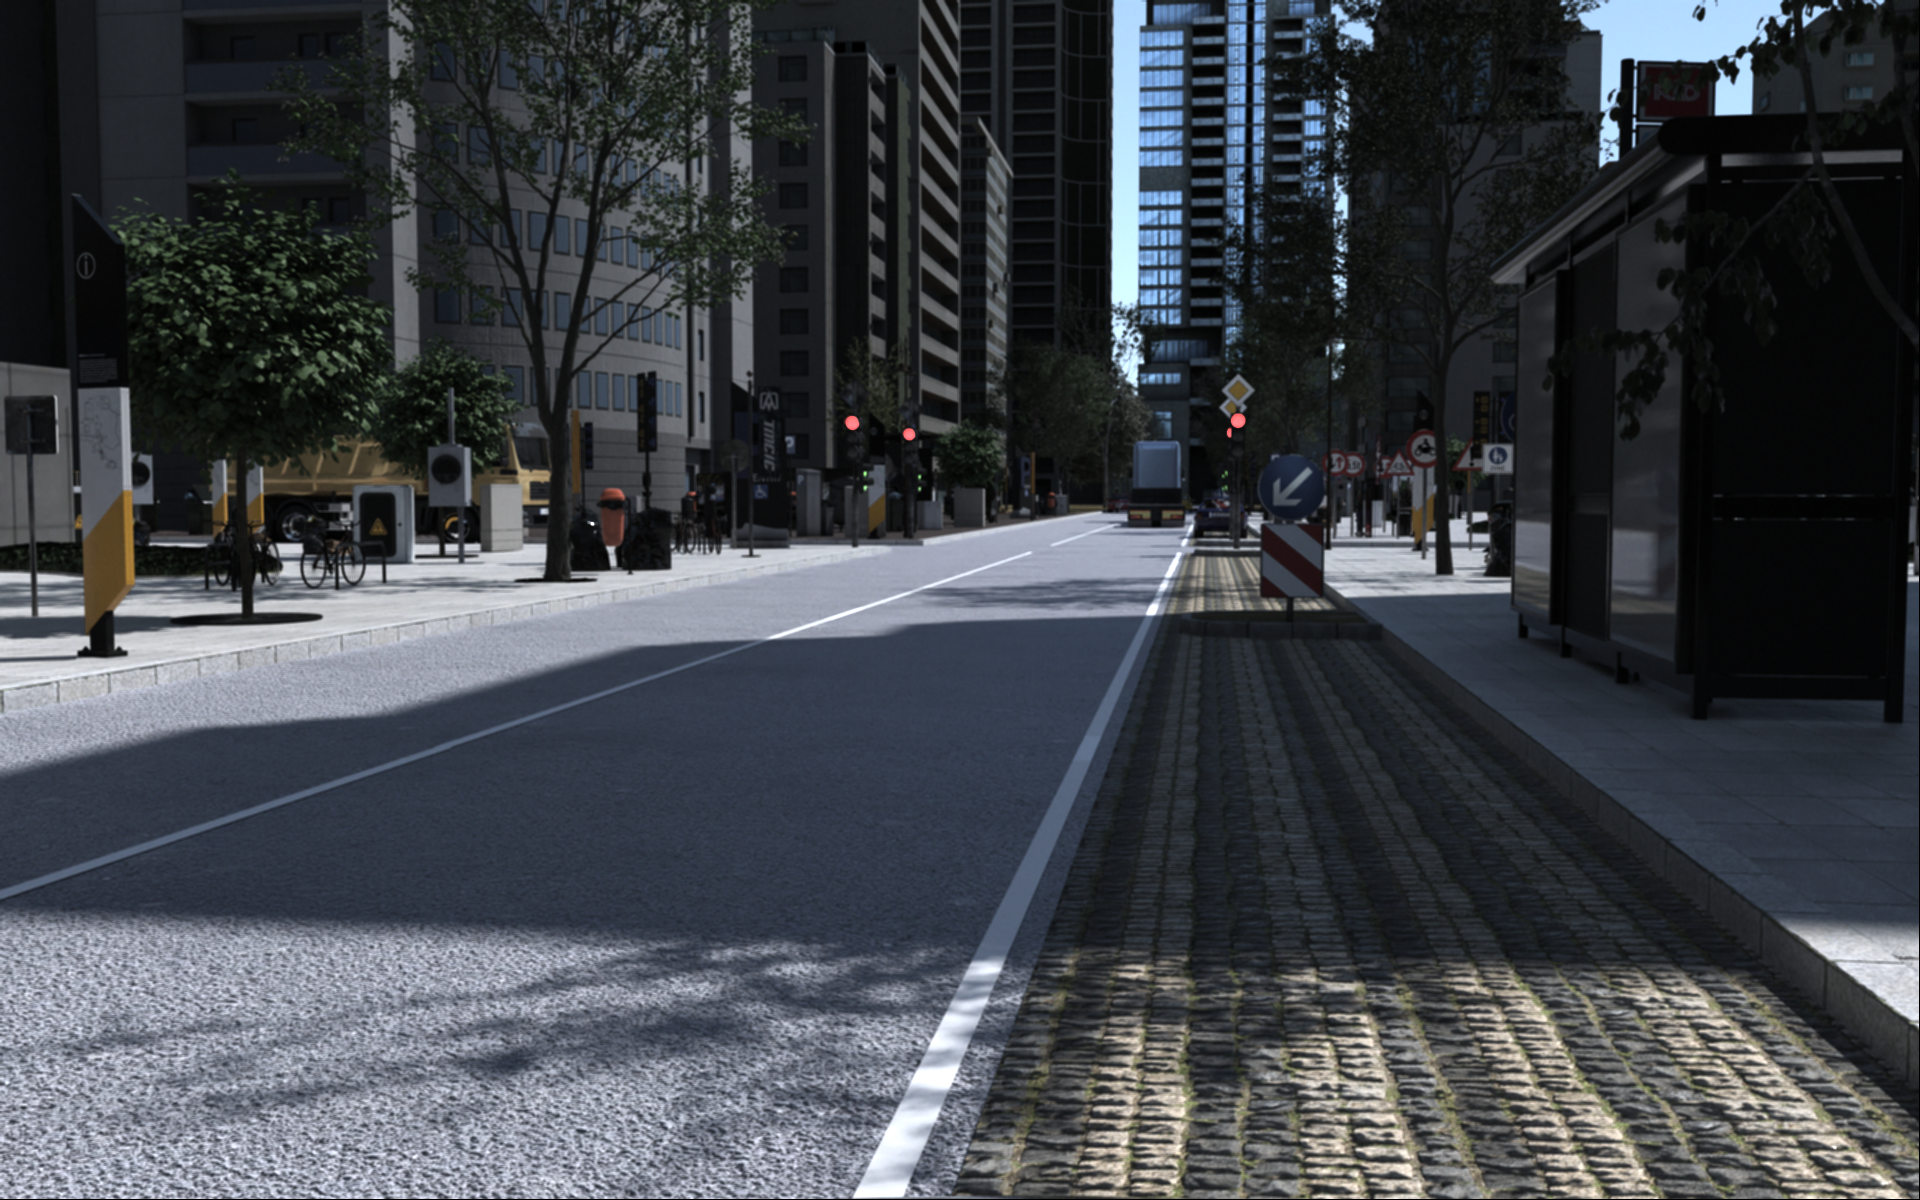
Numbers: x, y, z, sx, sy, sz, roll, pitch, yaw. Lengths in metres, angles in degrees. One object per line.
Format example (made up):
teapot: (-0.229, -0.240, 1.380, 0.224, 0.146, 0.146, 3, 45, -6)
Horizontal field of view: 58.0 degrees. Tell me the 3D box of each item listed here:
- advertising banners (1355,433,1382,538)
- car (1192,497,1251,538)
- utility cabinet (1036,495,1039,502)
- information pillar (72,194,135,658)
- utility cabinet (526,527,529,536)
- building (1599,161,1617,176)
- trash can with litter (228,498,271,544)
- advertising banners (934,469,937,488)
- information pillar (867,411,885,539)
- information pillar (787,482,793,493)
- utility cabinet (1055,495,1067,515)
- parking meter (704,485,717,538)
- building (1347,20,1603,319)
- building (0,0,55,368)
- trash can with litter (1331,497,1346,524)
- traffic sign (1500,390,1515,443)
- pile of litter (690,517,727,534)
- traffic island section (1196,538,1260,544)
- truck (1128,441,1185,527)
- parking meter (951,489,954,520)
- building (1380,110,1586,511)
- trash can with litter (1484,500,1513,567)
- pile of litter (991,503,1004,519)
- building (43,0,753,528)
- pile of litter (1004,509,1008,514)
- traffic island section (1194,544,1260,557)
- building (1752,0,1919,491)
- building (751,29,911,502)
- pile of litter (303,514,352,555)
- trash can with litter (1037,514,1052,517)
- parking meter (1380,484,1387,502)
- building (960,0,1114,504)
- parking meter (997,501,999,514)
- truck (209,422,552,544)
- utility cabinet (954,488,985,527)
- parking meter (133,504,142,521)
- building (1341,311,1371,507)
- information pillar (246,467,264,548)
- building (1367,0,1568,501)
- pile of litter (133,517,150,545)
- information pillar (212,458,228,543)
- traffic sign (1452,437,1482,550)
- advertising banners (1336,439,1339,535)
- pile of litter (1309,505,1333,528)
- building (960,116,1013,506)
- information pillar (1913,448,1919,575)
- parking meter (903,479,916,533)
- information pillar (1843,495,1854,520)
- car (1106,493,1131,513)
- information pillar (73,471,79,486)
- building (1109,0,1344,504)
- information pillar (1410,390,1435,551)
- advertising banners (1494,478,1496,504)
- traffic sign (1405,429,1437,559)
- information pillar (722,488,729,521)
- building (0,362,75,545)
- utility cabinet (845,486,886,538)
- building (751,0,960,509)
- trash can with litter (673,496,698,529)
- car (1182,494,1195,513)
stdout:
advertising banners: (12.028, -3.350, 50.954, 0.090, 3.025, 2.074, 0, 4, -6)
car: (8.652, -2.736, 57.309, 1.945, 1.354, 3.894, 1, 4, 10)
utility cabinet: (4.663, -6.200, 112.535, 0.306, 1.237, 1.020, 3, 5, 42)
information pillar: (-6.711, -1.358, 13.564, 0.504, 3.616, 0.183, 2, 4, 24)
utility cabinet: (-13.525, -2.644, 51.906, 1.173, 1.500, 0.318, 1, 4, 18)
building: (93.255, -34.495, 218.620, 28.867, 44.769, 22.147, 0, 4, 8)
trash can with litter: (-18.320, -2.035, 44.665, 1.055, 1.170, 0.624, 0, 4, 1)
advertising banners: (-1.998, -7.587, 120.236, 0.090, 3.025, 2.074, -2, 4, -25)
information pillar: (-2.380, -3.538, 49.193, 0.504, 3.616, 0.183, -1, 4, -21)
information pillar: (-10.046, -5.979, 102.246, 0.304, 2.012, 0.304, -3, 4, -36)
utility cabinet: (5.976, -5.739, 104.997, 1.020, 1.237, 0.306, 0, 4, -3)
parking meter: (-7.348, -2.607, 51.039, 0.372, 1.533, 0.369, 0, 3, 0)
building: (64.415, -41.531, 221.031, 28.212, 58.520, 21.231, 0, 4, 8)
building: (-44.153, -18.318, 71.205, 14.107, 30.474, 14.160, 0, 4, 8)
trash can with litter: (16.387, -3.934, 75.710, 0.624, 1.170, 1.055, 2, 4, 33)
traffic sign: (6.566, -1.205, 19.807, 0.768, 2.556, 0.104, 1, 4, 17)
pile of litter: (-7.921, -2.542, 55.535, 1.719, 0.858, 1.176, 0, 4, 5)
traffic island section: (7.626, -1.600, 48.442, 2.009, 0.180, 2.903, 0, 4, 8)
truck: (9.378, -5.678, 82.601, 2.967, 4.110, 18.799, 0, 4, 6)
parking meter: (-0.276, -4.749, 86.049, 0.372, 1.533, 0.369, 0, 3, 0)
building: (39.860, -22.204, 134.741, 14.160, 30.474, 14.107, 0, 4, 8)
trash can with litter: (9.386, -1.153, 30.234, 0.624, 1.170, 1.055, 0, 4, 1)
pile of litter: (1.233, -4.539, 88.180, 1.176, 0.858, 1.719, -1, 4, -19)
building: (-23.101, -32.679, 76.308, 21.231, 58.520, 28.212, 0, 4, 8)
pile of litter: (2.636, -6.093, 113.582, 1.719, 0.858, 1.176, -3, 4, -38)
traffic island section: (6.498, -1.117, 40.537, 2.009, 0.180, 2.903, 0, 4, 8)
building: (90.244, -33.223, 166.895, 21.600, 48.544, 21.300, 0, 4, 8)
building: (-11.279, -20.821, 112.118, 14.160, 30.474, 14.107, 0, 4, 8)
pile of litter: (-13.513, -1.410, 37.025, 1.176, 0.858, 1.719, 0, 4, -4)
trash can with litter: (4.285, -5.289, 97.532, 2.233, 1.210, 1.678, -2, 4, -24)
parking meter: (24.168, -5.697, 98.856, 0.399, 1.863, 0.255, -2, 4, -32)
building: (9.286, -48.326, 228.380, 20.611, 71.187, 20.563, 0, 4, 8)
parking meter: (2.285, -6.272, 110.961, 0.372, 1.533, 0.369, 0, 3, 0)
truck: (-15.141, -3.114, 46.835, 9.791, 3.379, 3.469, 1, 4, 8)
utility cabinet: (0.369, -3.554, 66.787, 1.173, 1.500, 0.318, 1, 4, 16)
parking meter: (-18.911, -1.907, 39.596, 0.372, 1.533, 0.369, 0, 3, 0)
building: (52.532, -19.832, 169.292, 27.650, 21.520, 28.899, 0, 4, 8)
information pillar: (-16.539, -3.001, 40.428, 0.504, 3.616, 0.183, 0, 4, 6)
building: (42.830, -30.465, 148.219, 14.600, 45.320, 14.200, 0, 4, 8)
pile of litter: (-15.314, -1.154, 32.840, 1.176, 0.858, 1.719, -1, 4, -12)
information pillar: (-17.940, -3.092, 41.906, 0.504, 3.616, 0.183, 2, 4, 32)
traffic sign: (11.649, -2.413, 39.456, 0.884, 2.594, 0.081, 1, 4, 17)
advertising banners: (11.881, -3.578, 54.692, 0.090, 3.025, 2.074, 1, 4, 10)
pile of litter: (13.643, -3.156, 65.561, 1.176, 0.858, 1.719, -3, 4, -38)
building: (-7.501, -29.602, 175.876, 23.993, 40.220, 32.217, 0, 4, 8)
information pillar: (15.300, -1.395, 27.303, 0.304, 2.012, 0.304, -1, 4, -15)
parking meter: (-1.664, -3.145, 57.140, 0.399, 1.863, 0.255, -2, 4, -27)
information pillar: (35.673, -3.980, 69.564, 0.304, 2.012, 0.304, 0, 4, 6)
car: (12.281, -7.557, 132.593, 2.155, 1.783, 4.494, 1, 4, 9)
information pillar: (-28.512, -3.133, 55.711, 0.304, 2.012, 0.304, -1, 4, -15)
building: (35.196, -55.799, 224.982, 31.000, 86.520, 22.319, 0, 4, 8)
information pillar: (10.455, -2.913, 38.990, 0.504, 3.616, 0.183, -2, 4, -26)
advertising banners: (24.253, -5.042, 78.627, 0.090, 3.025, 2.074, 1, 4, 12)
traffic sign: (9.144, -2.077, 34.066, 0.768, 2.556, 0.104, 1, 4, 16)
information pillar: (-9.462, -4.009, 70.035, 0.304, 2.012, 0.304, -2, 4, -24)
building: (-29.082, -35.787, 23.366, 20.611, 71.187, 20.563, 0, 4, 8)
utility cabinet: (-2.749, -2.555, 50.453, 1.173, 1.500, 0.318, -2, 4, -24)
building: (-12.016, -31.411, 137.264, 21.300, 48.544, 21.600, 0, 4, 8)
trash can with litter: (-10.533, -3.269, 64.512, 2.233, 1.210, 1.678, -3, 5, -41)
car: (17.128, -7.574, 134.060, 2.015, 1.641, 3.980, 1, 4, 9)
